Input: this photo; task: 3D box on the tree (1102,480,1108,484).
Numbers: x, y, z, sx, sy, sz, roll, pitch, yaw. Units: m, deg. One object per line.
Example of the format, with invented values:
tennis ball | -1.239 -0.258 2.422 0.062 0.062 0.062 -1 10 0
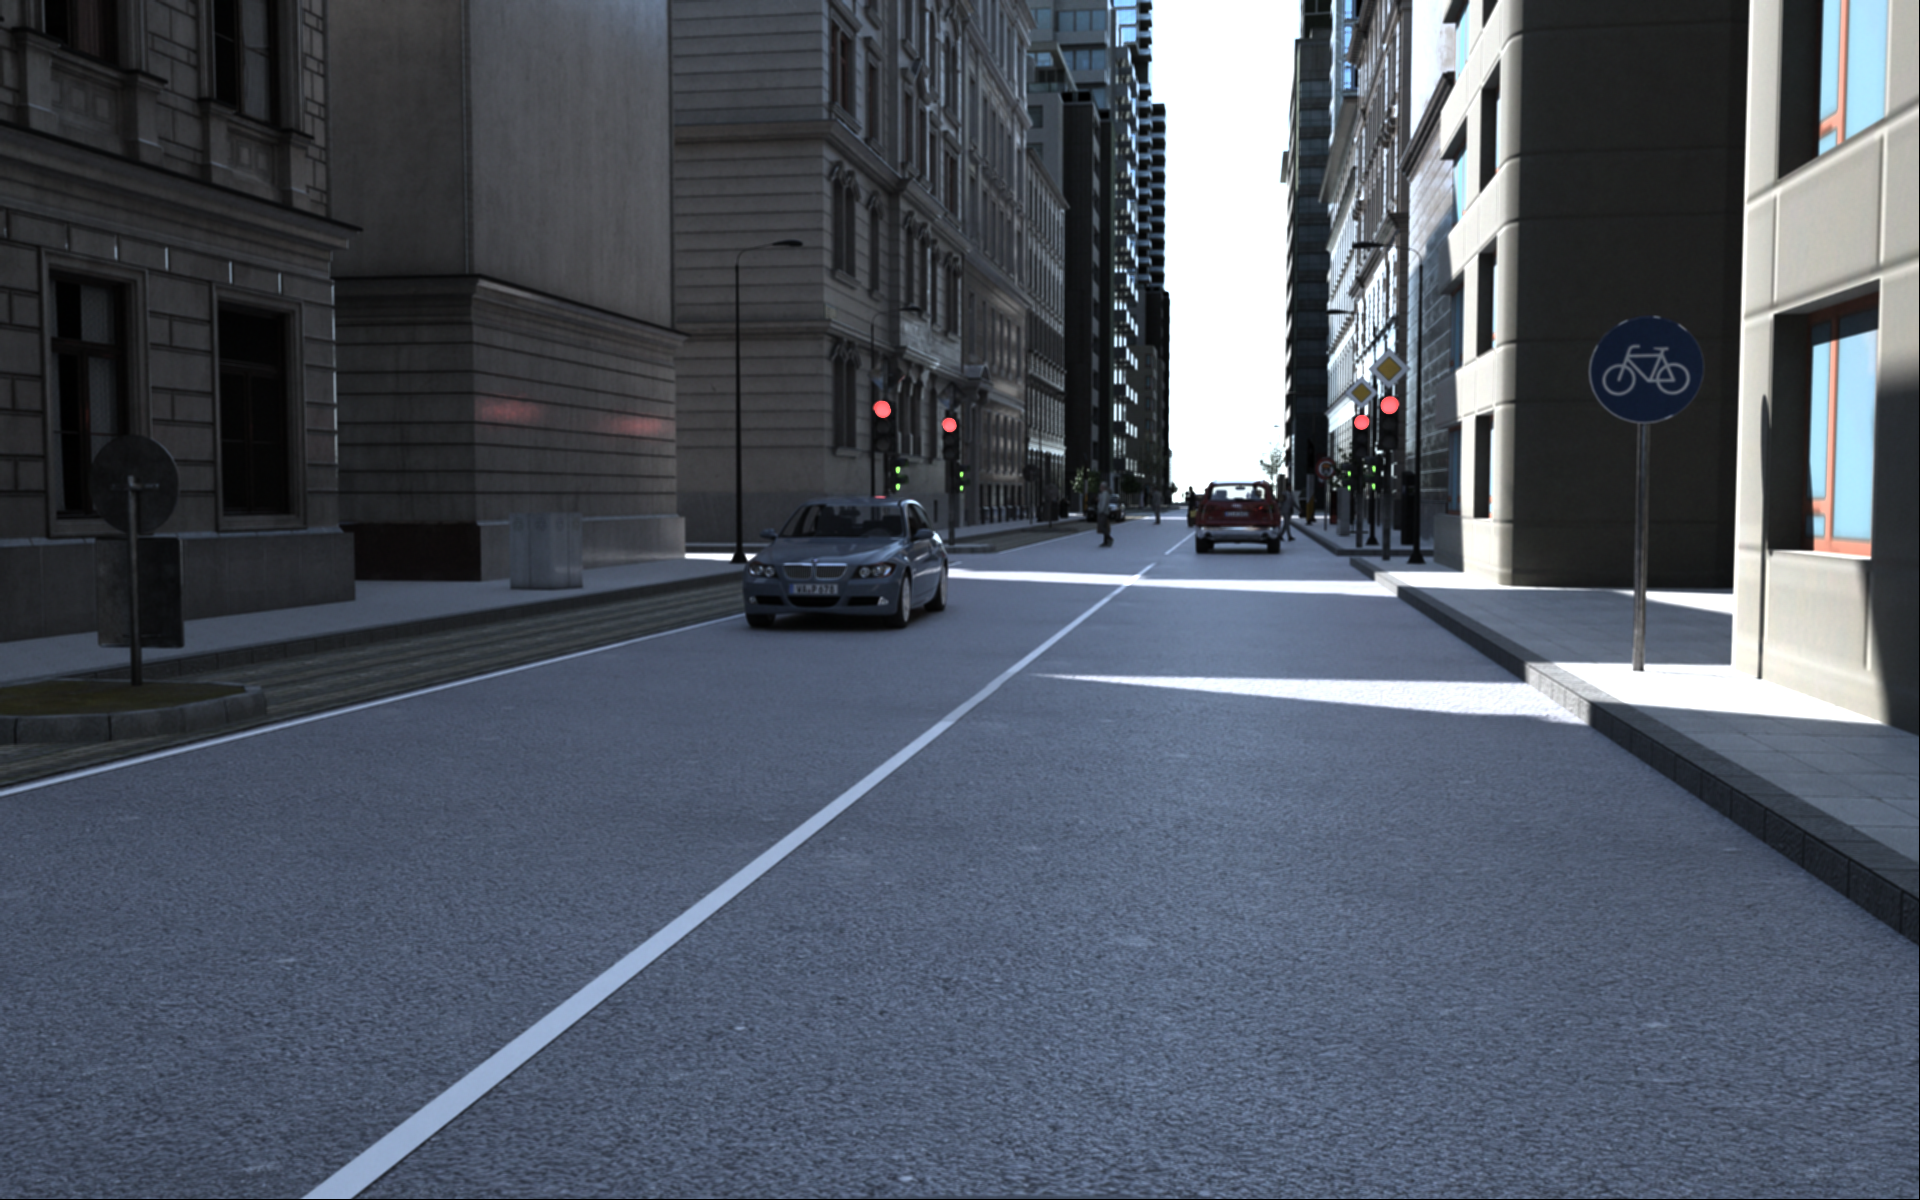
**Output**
tree | 9.204 -7.492 117.101 1.663 3.219 1.824 0 3 0

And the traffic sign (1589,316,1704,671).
traffic sign | 4.920 -0.757 12.485 0.768 2.556 0.104 1 4 18

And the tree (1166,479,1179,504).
tree | 28.071 -14.232 227.287 1.663 3.219 1.824 0 3 0

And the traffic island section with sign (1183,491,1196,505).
traffic island section with sign | 29.320 -13.105 222.890 1.989 1.847 2.006 1 4 9

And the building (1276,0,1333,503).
building | 49.103 -47.128 208.786 20.563 71.187 20.611 1 4 9

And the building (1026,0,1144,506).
building | 6.026 -33.789 172.060 23.786 49.044 30.456 1 4 9

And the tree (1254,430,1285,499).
tree | 35.990 -15.186 198.650 4.737 8.622 4.395 0 3 0

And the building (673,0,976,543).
building | -7.766 -16.432 56.058 14.401 28.519 23.554 1 4 9

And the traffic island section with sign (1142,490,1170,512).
traffic island section with sign | 15.934 -8.123 141.435 1.989 1.847 2.006 1 4 9

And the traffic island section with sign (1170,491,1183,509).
traffic island section with sign | 20.303 -9.750 168.035 1.989 1.847 2.006 1 4 9

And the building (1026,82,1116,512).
building | 3.693 -21.640 125.510 14.160 30.474 14.107 1 4 9

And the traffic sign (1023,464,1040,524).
traffic sign | 3.001 -4.463 73.082 0.768 2.556 0.104 1 4 15

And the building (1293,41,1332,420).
building | 37.970 -29.115 159.629 14.154 41.232 14.086 1 4 9

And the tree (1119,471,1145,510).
tree | 14.710 -9.301 146.672 1.663 3.219 1.824 0 3 0

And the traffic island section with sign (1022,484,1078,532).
traffic island section with sign | 3.441 -3.473 65.405 1.989 1.847 2.006 1 4 9

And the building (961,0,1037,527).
building | -4.361 -17.844 77.653 13.634 28.700 20.117 1 4 9

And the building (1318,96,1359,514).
building | 29.176 -16.247 98.928 16.112 22.955 30.059 1 4 9

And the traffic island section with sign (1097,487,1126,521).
traffic island section with sign | 7.809 -5.100 92.006 1.989 1.847 2.006 1 4 9

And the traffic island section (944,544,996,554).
traffic island section | -0.229 -1.272 43.083 2.009 0.180 2.903 1 4 9

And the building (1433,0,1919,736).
building | 20.262 -10.435 15.650 27.650 21.520 28.899 1 4 9

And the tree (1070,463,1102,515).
tree | 7.562 -6.891 107.276 1.663 3.219 1.824 0 3 0

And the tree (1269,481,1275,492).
tree | 43.193 -15.093 241.372 1.663 3.219 1.824 0 3 0

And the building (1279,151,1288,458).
building | 61.777 -40.777 255.949 28.713 52.752 27.495 1 4 9

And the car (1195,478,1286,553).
car | 7.027 -2.131 43.510 2.281 1.827 5.304 1 4 11

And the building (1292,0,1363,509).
building | 38.162 -50.317 135.351 22.319 86.520 31.000 1 4 9

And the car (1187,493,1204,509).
car | 20.242 -8.372 145.914 2.155 1.783 4.494 1 4 10

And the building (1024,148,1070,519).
building | 0.315 -15.132 96.560 9.793 20.994 18.267 1 4 9

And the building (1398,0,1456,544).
building | 24.500 -15.108 44.285 25.104 27.353 12.463 1 4 9

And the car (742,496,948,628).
car | -1.217 -0.496 20.112 2.014 1.417 4.499 0 4 8

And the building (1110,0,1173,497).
building | 21.105 -57.900 259.342 22.319 86.520 31.000 1 4 9

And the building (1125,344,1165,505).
building | 11.131 -22.794 217.718 27.650 21.520 28.899 1 4 9

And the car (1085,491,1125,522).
car | 7.440 -4.804 88.330 2.009 1.686 4.222 1 4 10

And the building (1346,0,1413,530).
building | 22.954 -16.794 71.850 12.463 27.353 25.104 1 4 9

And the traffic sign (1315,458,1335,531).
traffic sign | 12.853 -3.714 60.833 0.768 2.556 0.104 1 4 18

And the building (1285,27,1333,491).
building | 44.387 -33.804 176.403 21.300 48.544 21.600 1 4 9

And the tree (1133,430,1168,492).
tree | 21.436 -14.902 194.010 4.360 8.622 3.978 0 3 0

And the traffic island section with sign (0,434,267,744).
traffic island section with sign | -5.525 -0.135 10.828 1.989 1.847 2.006 1 4 9

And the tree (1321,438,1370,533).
tree | 13.051 -3.833 57.277 1.663 3.219 1.824 0 3 0

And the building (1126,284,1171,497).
building | 21.514 -28.530 238.174 14.160 30.474 14.107 1 4 9

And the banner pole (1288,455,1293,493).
banner pole | 20.976 -7.340 110.025 0.401 3.779 0.863 -1 4 -10

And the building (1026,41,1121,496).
building | -2.897 -27.771 145.937 32.217 40.220 23.993 1 4 9
